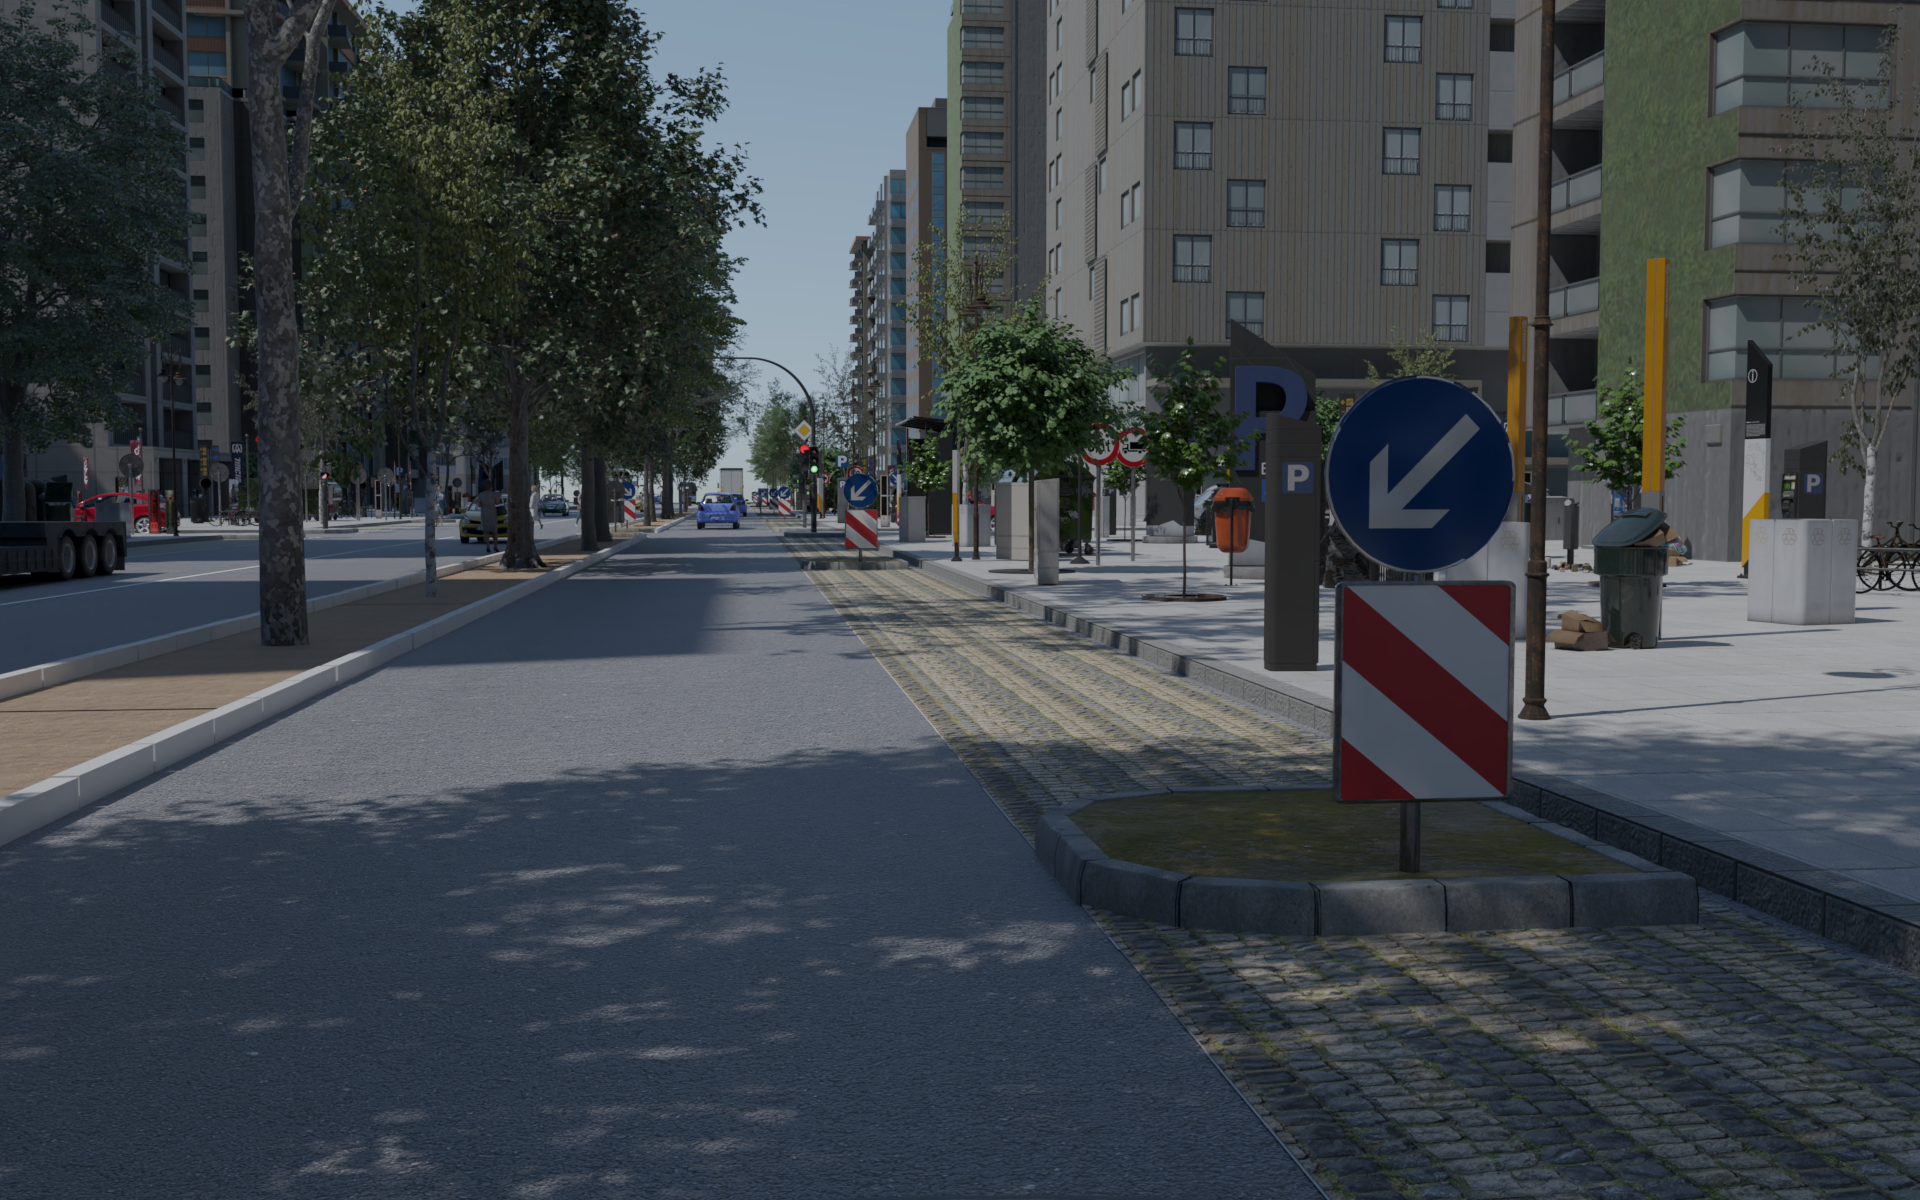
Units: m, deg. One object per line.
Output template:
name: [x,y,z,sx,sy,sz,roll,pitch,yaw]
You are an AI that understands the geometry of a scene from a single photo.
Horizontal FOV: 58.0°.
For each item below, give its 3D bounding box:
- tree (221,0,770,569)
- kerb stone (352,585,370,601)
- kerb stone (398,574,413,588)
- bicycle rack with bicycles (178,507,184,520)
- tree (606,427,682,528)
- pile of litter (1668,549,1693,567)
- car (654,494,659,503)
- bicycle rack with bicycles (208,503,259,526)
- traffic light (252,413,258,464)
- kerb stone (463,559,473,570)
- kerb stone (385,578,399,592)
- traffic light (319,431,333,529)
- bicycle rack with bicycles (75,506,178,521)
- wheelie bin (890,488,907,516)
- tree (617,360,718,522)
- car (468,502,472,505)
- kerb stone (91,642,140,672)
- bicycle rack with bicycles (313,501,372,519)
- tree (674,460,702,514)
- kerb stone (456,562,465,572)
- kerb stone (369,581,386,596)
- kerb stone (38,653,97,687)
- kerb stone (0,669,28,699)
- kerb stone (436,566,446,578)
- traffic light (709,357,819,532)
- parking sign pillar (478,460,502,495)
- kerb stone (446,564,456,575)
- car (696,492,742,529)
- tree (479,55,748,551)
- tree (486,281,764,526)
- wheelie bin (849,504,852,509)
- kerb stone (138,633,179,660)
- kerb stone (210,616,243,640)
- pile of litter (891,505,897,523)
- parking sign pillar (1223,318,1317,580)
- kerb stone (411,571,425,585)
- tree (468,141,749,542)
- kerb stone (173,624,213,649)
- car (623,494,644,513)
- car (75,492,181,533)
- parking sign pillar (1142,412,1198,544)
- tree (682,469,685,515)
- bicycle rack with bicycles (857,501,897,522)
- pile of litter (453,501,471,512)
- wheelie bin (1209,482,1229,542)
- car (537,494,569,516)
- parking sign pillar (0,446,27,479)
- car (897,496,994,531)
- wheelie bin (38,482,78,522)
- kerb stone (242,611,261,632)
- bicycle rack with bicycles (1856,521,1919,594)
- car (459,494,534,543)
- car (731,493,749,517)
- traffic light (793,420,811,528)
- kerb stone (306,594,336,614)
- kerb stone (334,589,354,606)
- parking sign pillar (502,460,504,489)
tree: [-8.486,-6.946,33.039,9.611,12.733,9.660,0,3,0]
kerb stone: [-8.176,-0.074,23.407,0.120,0.150,1.000,0,4,-7]
kerb stone: [-8.557,-0.260,26.462,0.120,0.150,1.000,0,4,-7]
bicycle rack with bicycles: [-39.945,-4.421,85.664,2.925,0.926,2.852,-2,4,-35]
tree: [-13.328,-7.026,67.690,4.737,8.622,4.395,0,3,0]
pile of litter: [12.498,-1.044,31.040,1.719,0.858,1.176,-1,4,-22]
car: [-45.642,-15.265,259.173,1.945,1.707,3.694,0,4,-8]
bicycle rack with bicycles: [-28.523,-3.449,69.766,2.925,0.926,2.852,-1,4,-13]
traffic light: [-22.282,-4.078,55.595,0.839,4.253,0.868,0,4,-7]
kerb stone: [-9.339,-0.635,32.576,0.120,0.150,1.000,0,4,-7]
kerb stone: [-8.440,-0.198,25.445,0.120,0.150,1.000,0,4,-7]
traffic light: [-21.229,-5.452,63.814,4.771,5.953,1.251,0,4,-7]
bicycle rack with bicycles: [-36.137,-3.757,74.811,2.852,0.926,2.925,2,4,26]
wheelie bin: [-3.198,-5.096,91.225,0.693,1.594,0.980,3,5,43]
tree: [-15.799,-9.780,88.116,9.928,11.665,9.643,0,3,0]
car: [-23.062,-4.471,85.095,2.014,1.417,4.499,0,4,-6]
kerb stone: [-7.006,0.486,14.259,0.120,0.150,1.000,0,4,-7]
bicycle rack with bicycles: [-32.361,-4.771,91.384,2.925,0.926,2.852,3,5,41]
tree: [-20.374,-10.583,125.853,4.360,8.622,3.978,0,3,0]
kerb stone: [-9.213,-0.569,31.554,0.120,0.150,1.000,0,4,-7]
kerb stone: [-8.301,-0.136,24.427,0.120,0.150,1.000,0,4,-7]
kerb stone: [-6.871,0.548,13.243,0.120,0.150,1.000,0,4,-7]
kerb stone: [-6.746,0.610,12.228,0.120,0.150,1.000,0,4,-7]
kerb stone: [-8.955,-0.448,29.526,0.120,0.150,1.000,0,4,-7]
traffic light: [-6.977,-5.061,57.414,4.771,5.953,1.251,0,4,-7]
parking sign pillar: [-36.618,-8.909,134.141,1.447,3.967,1.447,0,4,4]
kerb stone: [-9.083,-0.510,30.540,0.120,0.150,1.000,0,4,-7]
car: [-10.019,-3.812,71.913,1.945,1.707,3.694,0,4,-6]
tree: [-9.169,-7.472,42.754,7.486,12.596,7.792,0,3,0]
tree: [-13.916,-10.009,76.479,12.009,13.543,11.850,0,3,0]
wheelie bin: [-8.062,-7.238,126.249,0.980,1.594,0.693,-1,4,-17]
kerb stone: [-7.133,0.427,15.273,0.120,0.150,1.000,0,4,-7]
kerb stone: [-7.391,0.299,17.304,0.120,0.150,1.000,0,4,-7]
pile of litter: [-2.449,-3.874,77.298,1.176,0.858,1.719,3,4,36]
parking sign pillar: [4.773,-2.323,26.456,1.447,3.967,1.447,0,4,7]
kerb stone: [-8.686,-0.324,27.488,0.120,0.150,1.000,0,4,-7]
tree: [-10.735,-8.699,51.338,9.857,13.997,8.962,0,3,0]
kerb stone: [-7.261,0.362,16.288,0.120,0.150,1.000,0,4,-7]
car: [-25.472,-7.628,134.939,2.015,1.641,3.980,0,4,-6]
car: [-29.530,-3.125,60.128,4.494,1.783,2.155,0,4,-7]
parking sign pillar: [5.492,-3.470,45.199,1.447,3.967,1.447,-3,5,-44]
tree: [-18.124,-9.354,105.751,4.737,8.622,4.395,0,3,0]
bicycle rack with bicycles: [-3.726,-4.073,79.977,2.852,0.926,2.925,0,4,-2]
pile of litter: [-35.981,-6.763,124.540,1.719,0.858,1.176,0,4,-2]
wheelie bin: [7.126,-2.359,46.482,0.693,1.594,0.980,-3,4,-36]
car: [-26.451,-6.167,112.622,2.131,1.459,4.920,-1,4,-9]
parking sign pillar: [-46.609,-5.912,85.130,1.447,3.967,1.447,-1,4,-13]
car: [-0.058,-3.302,63.020,4.494,1.783,2.155,0,4,-8]
wheelie bin: [-24.035,-2.343,46.213,0.980,1.594,0.693,-1,4,-15]
kerb stone: [-7.522,0.244,18.318,0.120,0.150,1.000,0,4,-7]
bicycle rack with bicycles: [12.266,-0.544,22.275,2.852,0.926,2.925,-3,4,-38]
car: [-13.806,-2.534,51.662,2.015,1.641,3.980,0,4,-5]
car: [-14.551,-6.221,111.309,1.945,1.707,3.694,0,4,-6]
traffic light: [-5.924,-4.698,65.740,0.839,4.253,0.868,0,4,-7]
kerb stone: [-7.911,0.050,21.374,0.120,0.150,1.000,0,4,-7]
kerb stone: [-8.037,-0.008,22.391,0.120,0.150,1.000,0,4,-7]
parking sign pillar: [-36.669,-9.063,136.645,1.447,3.967,1.447,0,4,-6]
